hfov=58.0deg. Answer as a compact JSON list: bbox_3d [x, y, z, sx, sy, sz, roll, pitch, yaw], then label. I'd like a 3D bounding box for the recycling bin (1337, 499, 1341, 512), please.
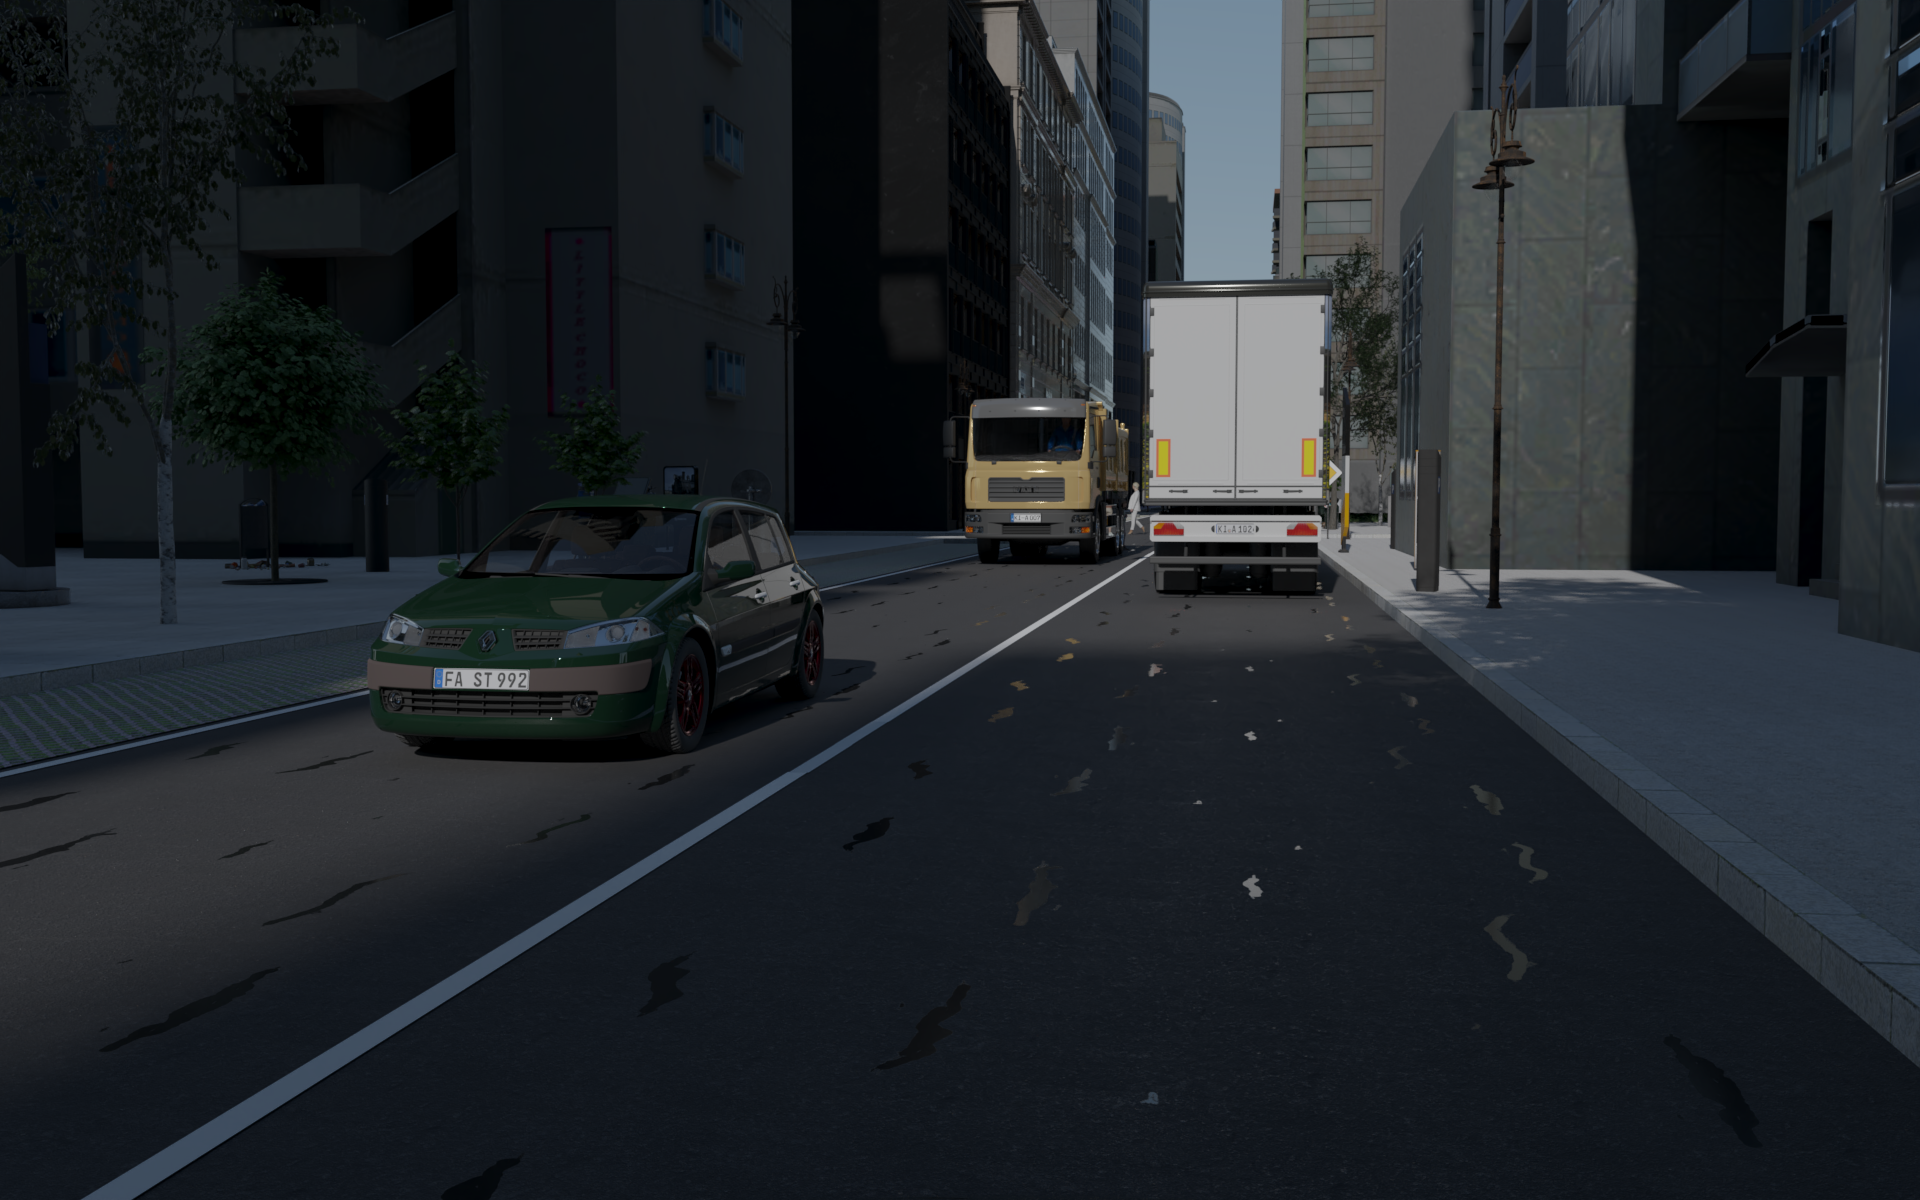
[{"bbox_3d":[17.755,-4.188,81.034,0.722,1.027,0.722,0,4,8],"label":"recycling bin"}]

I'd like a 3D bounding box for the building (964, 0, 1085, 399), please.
[{"bbox_3d":[-1.105,-17.730,87.148,12.463,27.353,25.104,1,4,9],"label":"building"}]

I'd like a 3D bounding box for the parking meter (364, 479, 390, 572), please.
[{"bbox_3d":[-9.618,-1.232,28.561,0.372,1.533,0.369,0,3,0],"label":"parking meter"}]

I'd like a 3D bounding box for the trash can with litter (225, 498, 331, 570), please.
[{"bbox_3d":[-11.900,-1.173,30.231,1.678,1.210,2.233,3,4,38],"label":"trash can with litter"}]

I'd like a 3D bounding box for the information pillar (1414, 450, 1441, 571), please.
[{"bbox_3d":[7.827,-1.500,29.013,0.304,2.012,0.304,3,5,41],"label":"information pillar"}]

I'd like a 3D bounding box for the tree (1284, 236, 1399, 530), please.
[{"bbox_3d":[13.748,-7.809,62.084,7.601,10.594,8.767,0,4,-6],"label":"tree"}]

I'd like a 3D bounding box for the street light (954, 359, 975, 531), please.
[{"bbox_3d":[0.160,-5.289,59.258,0.468,5.910,1.993,1,4,9],"label":"street light"}]

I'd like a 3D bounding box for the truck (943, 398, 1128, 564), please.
[{"bbox_3d":[2.012,-2.568,37.903,3.469,3.379,9.791,1,4,10],"label":"truck"}]

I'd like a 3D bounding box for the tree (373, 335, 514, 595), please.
[{"bbox_3d":[-6.305,-1.629,21.228,1.663,3.219,1.824,0,3,0],"label":"tree"}]

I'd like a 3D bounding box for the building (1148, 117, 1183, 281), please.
[{"bbox_3d":[18.000,-36.950,227.834,21.300,48.544,21.600,1,4,9],"label":"building"}]

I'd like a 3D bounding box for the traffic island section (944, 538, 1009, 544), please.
[{"bbox_3d":[0.735,-1.754,50.956,2.009,0.180,2.903,1,4,9],"label":"traffic island section"}]

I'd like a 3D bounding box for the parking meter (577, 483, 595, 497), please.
[{"bbox_3d":[-7.081,-1.501,32.947,0.372,1.533,0.369,0,3,0],"label":"parking meter"}]

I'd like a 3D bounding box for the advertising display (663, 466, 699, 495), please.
[{"bbox_3d":[-6.374,-2.102,39.576,0.974,1.923,0.123,2,4,33],"label":"advertising display"}]

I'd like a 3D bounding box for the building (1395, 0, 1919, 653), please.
[{"bbox_3d":[18.502,-43.272,20.177,22.319,86.520,31.000,1,4,9],"label":"building"}]

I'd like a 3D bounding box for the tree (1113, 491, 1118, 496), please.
[{"bbox_3d":[11.621,-8.305,130.395,1.663,3.219,1.824,0,3,0],"label":"tree"}]

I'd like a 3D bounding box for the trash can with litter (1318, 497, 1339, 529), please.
[{"bbox_3d":[13.473,-3.179,63.370,0.624,1.170,1.055,0,4,-7],"label":"trash can with litter"}]

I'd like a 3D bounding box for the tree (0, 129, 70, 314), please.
[{"bbox_3d":[-17.238,-4.771,28.373,4.737,8.622,4.395,0,3,0],"label":"tree"}]

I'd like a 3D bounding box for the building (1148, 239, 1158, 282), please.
[{"bbox_3d":[14.233,-25.578,189.908,14.160,30.474,14.107,1,4,9],"label":"building"}]

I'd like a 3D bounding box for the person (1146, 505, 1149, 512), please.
[{"bbox_3d":[14.650,-7.754,136.066,0.721,1.735,1.217,0,4,5],"label":"person"}]

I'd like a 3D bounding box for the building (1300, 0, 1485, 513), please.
[{"bbox_3d":[24.303,-24.674,87.019,14.154,41.232,14.086,1,4,9],"label":"building"}]

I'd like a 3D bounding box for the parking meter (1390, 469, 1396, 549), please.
[{"bbox_3d":[10.192,-2.116,40.314,0.255,1.863,0.399,0,4,0],"label":"parking meter"}]

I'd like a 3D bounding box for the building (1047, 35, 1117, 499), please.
[{"bbox_3d":[3.581,-20.586,114.076,11.434,29.767,29.804,1,4,9],"label":"building"}]

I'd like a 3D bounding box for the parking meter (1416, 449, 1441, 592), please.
[{"bbox_3d":[6.179,-1.047,22.831,0.255,1.863,0.399,1,4,23],"label":"parking meter"}]

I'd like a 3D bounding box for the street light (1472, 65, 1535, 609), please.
[{"bbox_3d":[5.999,-2.843,19.279,0.468,5.910,1.993,1,4,9],"label":"street light"}]

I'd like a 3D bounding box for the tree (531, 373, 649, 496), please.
[{"bbox_3d":[-5.707,-2.024,27.690,1.663,3.219,1.824,0,3,0],"label":"tree"}]

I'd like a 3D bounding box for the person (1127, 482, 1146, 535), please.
[{"bbox_3d":[6.238,-3.222,61.065,0.818,1.842,0.514,-1,4,-17],"label":"person"}]

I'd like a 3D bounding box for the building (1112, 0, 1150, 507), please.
[{"bbox_3d":[6.971,-38.302,168.242,21.231,58.520,28.212,1,4,9],"label":"building"}]

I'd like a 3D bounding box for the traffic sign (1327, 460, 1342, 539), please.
[{"bbox_3d":[10.468,-2.790,49.265,0.795,2.450,0.064,1,4,9],"label":"traffic sign"}]

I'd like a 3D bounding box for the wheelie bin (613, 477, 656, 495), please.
[{"bbox_3d":[-6.117,-1.505,32.508,0.980,1.594,0.693,1,4,17],"label":"wheelie bin"}]

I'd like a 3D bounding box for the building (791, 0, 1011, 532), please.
[{"bbox_3d":[-5.203,-14.528,67.217,12.332,23.373,15.834,1,4,9],"label":"building"}]

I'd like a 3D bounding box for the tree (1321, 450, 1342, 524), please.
[{"bbox_3d":[15.845,-4.870,74.232,1.663,3.219,1.824,0,3,0],"label":"tree"}]

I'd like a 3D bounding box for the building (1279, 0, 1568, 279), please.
[{"bbox_3d":[31.945,-35.029,114.719,21.231,58.520,28.212,1,4,9],"label":"building"}]

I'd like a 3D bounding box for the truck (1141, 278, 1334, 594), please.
[{"bbox_3d":[4.528,-2.404,28.226,2.839,4.237,11.283,1,4,9],"label":"truck"}]

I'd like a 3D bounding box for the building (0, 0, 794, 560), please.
[{"bbox_3d":[-17.238,-25.672,43.442,21.600,48.544,21.300,1,4,9],"label":"building"}]

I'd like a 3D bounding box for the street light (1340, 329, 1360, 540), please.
[{"bbox_3d":[10.954,-4.648,48.781,0.468,5.910,1.993,1,4,9],"label":"street light"}]

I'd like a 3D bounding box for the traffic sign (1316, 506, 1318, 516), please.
[{"bbox_3d":[11.775,-3.272,57.143,0.795,2.450,0.064,1,4,9],"label":"traffic sign"}]

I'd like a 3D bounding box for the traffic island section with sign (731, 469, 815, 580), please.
[{"bbox_3d":[-3.311,-1.099,26.589,1.989,1.847,2.006,1,4,9],"label":"traffic island section with sign"}]

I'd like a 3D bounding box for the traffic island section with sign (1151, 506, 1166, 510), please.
[{"bbox_3d":[18.321,-9.072,156.958,1.989,1.847,2.006,1,4,9],"label":"traffic island section with sign"}]

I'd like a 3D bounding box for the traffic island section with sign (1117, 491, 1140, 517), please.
[{"bbox_3d":[10.187,-6.073,107.929,1.989,1.847,2.006,1,4,9],"label":"traffic island section with sign"}]

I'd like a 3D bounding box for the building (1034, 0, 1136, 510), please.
[{"bbox_3d":[4.222,-43.141,143.612,20.563,71.187,20.611,1,4,9],"label":"building"}]

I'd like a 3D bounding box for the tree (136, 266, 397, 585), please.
[{"bbox_3d":[-9.833,-2.521,24.925,4.285,4.588,4.351,0,3,0],"label":"tree"}]

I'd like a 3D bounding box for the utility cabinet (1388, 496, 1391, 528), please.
[{"bbox_3d":[16.962,-3.391,66.610,1.020,1.237,0.306,-1,4,-22],"label":"utility cabinet"}]

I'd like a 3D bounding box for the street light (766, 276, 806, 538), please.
[{"bbox_3d":[-3.685,-3.916,36.808,0.468,5.910,1.993,1,4,9],"label":"street light"}]

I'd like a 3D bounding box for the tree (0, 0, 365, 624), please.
[{"bbox_3d":[-8.069,-4.066,16.849,4.360,8.622,3.978,0,3,0],"label":"tree"}]

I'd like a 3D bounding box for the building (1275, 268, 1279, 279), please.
[{"bbox_3d":[47.068,-27.471,220.844,14.160,30.474,14.107,1,4,9],"label":"building"}]

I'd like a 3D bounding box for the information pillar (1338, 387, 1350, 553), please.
[{"bbox_3d":[8.402,-2.838,37.761,0.183,3.616,0.504,0,4,3],"label":"information pillar"}]

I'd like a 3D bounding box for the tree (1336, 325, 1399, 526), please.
[{"bbox_3d":[17.025,-7.296,69.656,4.360,8.622,3.978,0,3,0],"label":"tree"}]

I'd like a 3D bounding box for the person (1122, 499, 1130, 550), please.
[{"bbox_3d":[4.157,-1.918,44.134,0.394,1.301,0.425,-1,4,-17],"label":"person"}]

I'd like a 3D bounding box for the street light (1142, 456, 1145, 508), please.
[{"bbox_3d":[17.531,-11.758,165.033,0.468,5.910,1.993,1,4,9],"label":"street light"}]

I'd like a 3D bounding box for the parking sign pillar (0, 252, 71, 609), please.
[{"bbox_3d":[-11.059,-1.918,19.837,1.447,3.967,1.447,1,4,21],"label":"parking sign pillar"}]

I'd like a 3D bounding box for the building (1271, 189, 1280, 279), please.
[{"bbox_3d":[54.551,-35.894,241.483,22.147,44.769,28.867,1,4,9],"label":"building"}]

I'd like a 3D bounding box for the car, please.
[{"bbox_3d":[-2.096,-0.069,10.915,2.009,1.686,4.222,1,4,10],"label":"car"}]

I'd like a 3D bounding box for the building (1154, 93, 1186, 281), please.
[{"bbox_3d":[21.536,-43.434,252.143,21.231,58.520,28.212,1,4,9],"label":"building"}]
